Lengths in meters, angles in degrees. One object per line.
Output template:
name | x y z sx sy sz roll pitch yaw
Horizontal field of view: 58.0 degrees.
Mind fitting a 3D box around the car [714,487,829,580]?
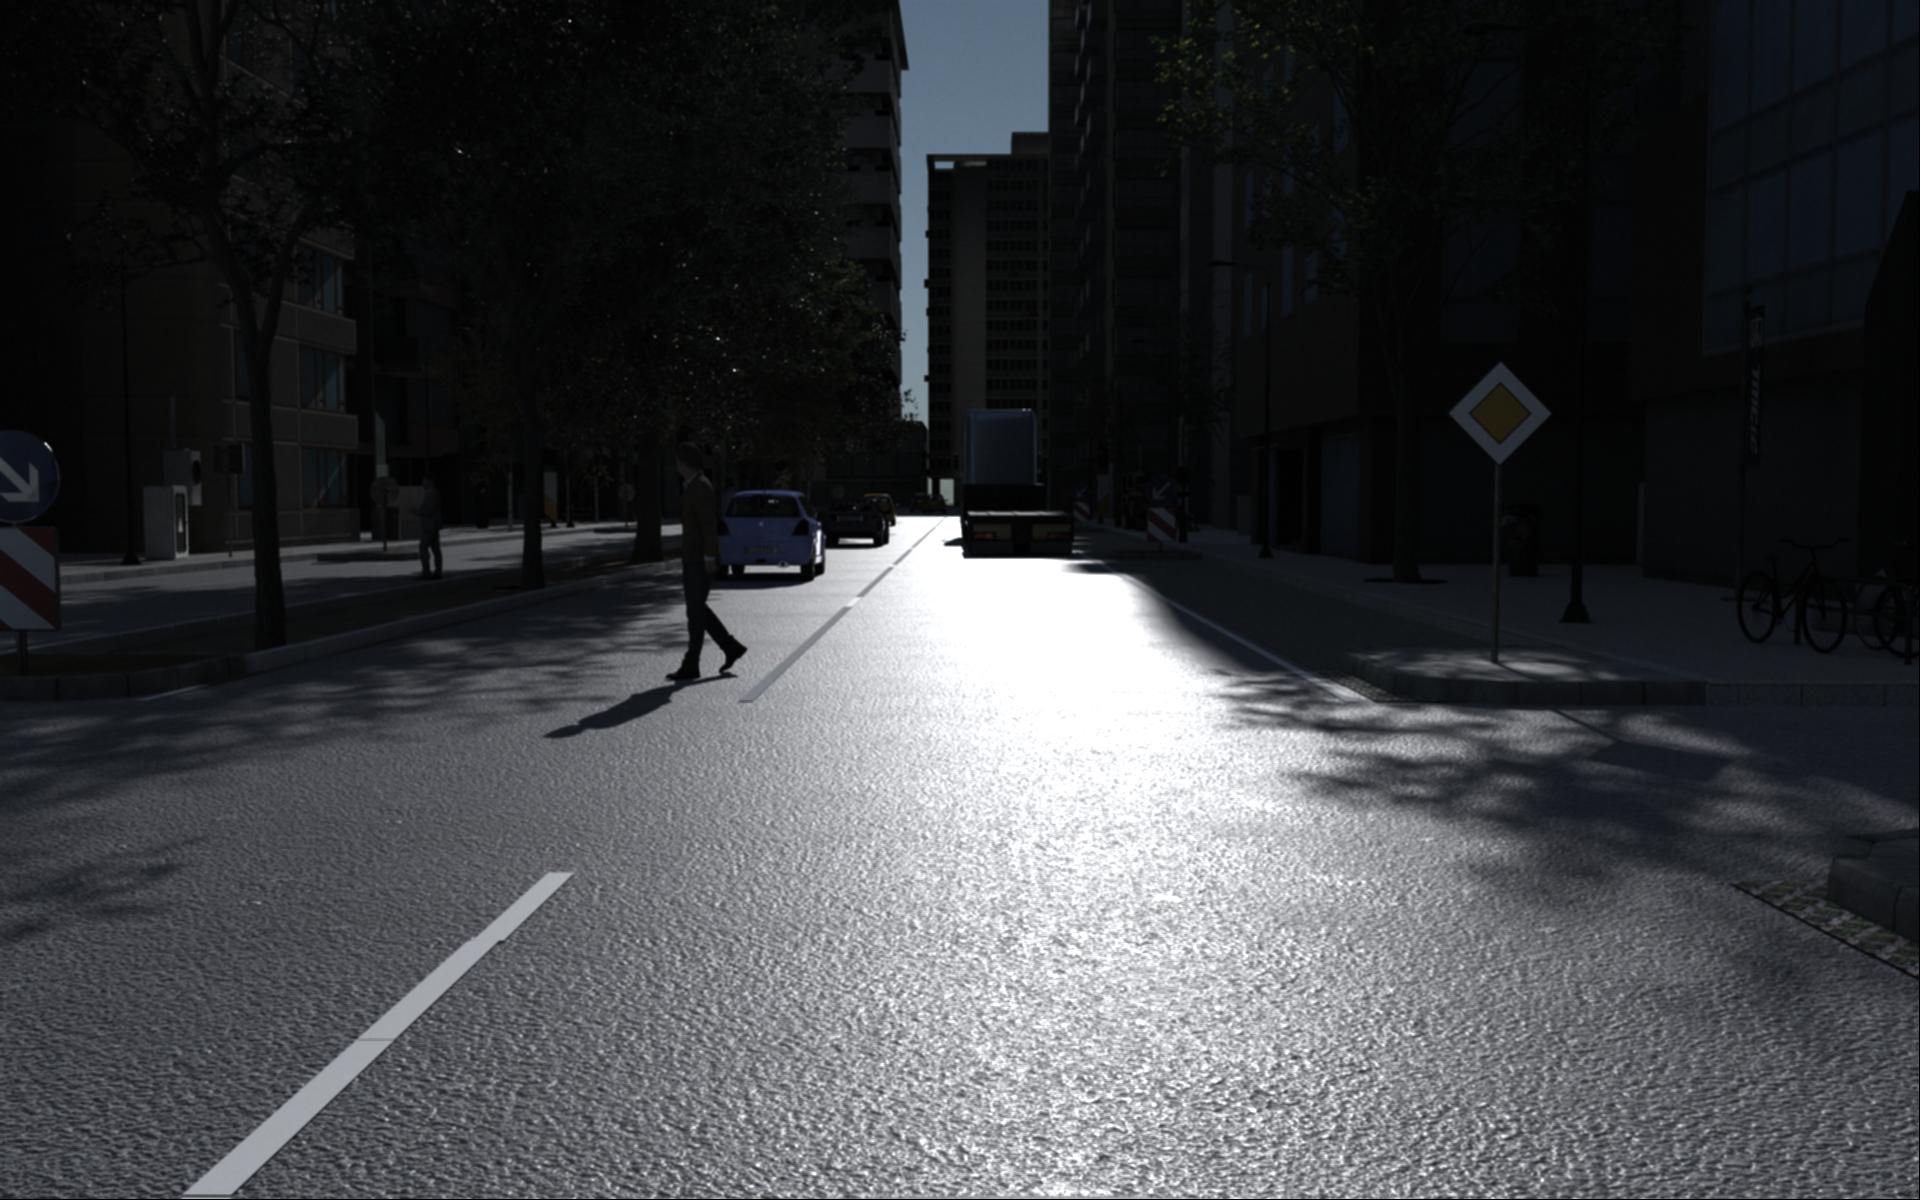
car | -3.264 -1.251 30.047 1.945 1.707 3.694 0 4 -1

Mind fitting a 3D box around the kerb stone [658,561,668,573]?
kerb stone | -5.544 -0.582 31.717 0.120 0.150 1.000 0 4 0

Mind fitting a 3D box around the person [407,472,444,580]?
person | -8.935 -1.239 28.961 0.583 1.804 0.606 -1 4 -12

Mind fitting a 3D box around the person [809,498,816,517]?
person | -4.574 -2.422 52.372 0.425 1.301 0.394 -2 4 -33

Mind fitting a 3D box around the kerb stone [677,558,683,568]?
kerb stone | -5.532 -0.708 33.765 0.120 0.150 1.000 0 4 0

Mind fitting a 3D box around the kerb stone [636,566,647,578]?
kerb stone | -5.552 -0.457 29.670 0.120 0.150 1.000 0 4 0

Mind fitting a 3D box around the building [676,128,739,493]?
building | -22.068 -20.686 109.916 14.160 30.474 14.107 0 4 0

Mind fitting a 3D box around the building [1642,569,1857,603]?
building | 17.172 -22.512 18.182 14.200 45.320 14.600 0 4 0

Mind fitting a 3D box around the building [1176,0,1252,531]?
building | 20.039 -32.482 73.082 21.231 58.520 28.212 0 4 0

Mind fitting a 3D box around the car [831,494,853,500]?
car | -9.253 -7.857 138.253 2.009 1.686 4.222 0 3 0

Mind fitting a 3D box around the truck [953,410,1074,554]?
truck | 1.332 -3.646 49.369 2.967 4.110 18.799 0 4 -1

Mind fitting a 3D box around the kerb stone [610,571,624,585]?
kerb stone | -5.566 -0.324 27.621 0.120 0.150 1.000 0 4 0

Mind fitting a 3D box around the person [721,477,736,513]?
person | -4.935 -1.743 37.265 0.793 1.790 0.793 -3 5 -41

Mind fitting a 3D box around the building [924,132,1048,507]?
building | 8.249 -30.375 188.508 23.993 40.220 32.217 0 4 0

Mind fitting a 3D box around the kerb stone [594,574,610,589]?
kerb stone | -5.582 -0.265 26.595 0.120 0.150 1.000 0 4 0

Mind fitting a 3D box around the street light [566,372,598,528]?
street light | -14.363 -5.723 66.109 1.470 5.913 1.316 0 4 0

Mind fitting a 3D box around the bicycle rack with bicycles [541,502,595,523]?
bicycle rack with bicycles | -17.562 -3.949 77.953 2.852 0.926 2.925 2 4 35

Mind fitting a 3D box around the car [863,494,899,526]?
car | -3.794 -4.224 79.290 2.015 1.641 3.980 0 4 -1

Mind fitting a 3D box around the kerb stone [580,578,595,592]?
kerb stone | -5.591 -0.201 25.569 0.120 0.150 1.000 0 4 0

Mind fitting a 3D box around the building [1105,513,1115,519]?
building | 15.057 -25.232 96.143 14.154 41.232 14.086 0 4 0

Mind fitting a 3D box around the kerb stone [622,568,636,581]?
kerb stone | -5.566 -0.392 28.646 0.120 0.150 1.000 0 4 0

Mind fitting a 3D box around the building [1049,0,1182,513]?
building | 14.090 -27.958 140.713 14.154 41.232 14.086 0 4 0

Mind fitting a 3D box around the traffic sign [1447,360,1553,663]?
traffic sign | 4.063 -0.579 13.112 0.795 2.450 0.064 0 4 0

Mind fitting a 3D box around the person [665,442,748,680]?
person | -2.040 -0.320 13.640 0.656 1.842 0.836 3 5 43

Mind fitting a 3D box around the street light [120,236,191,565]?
street light | -14.450 -3.584 31.133 1.470 5.913 1.316 0 4 0

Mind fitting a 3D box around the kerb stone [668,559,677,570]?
kerb stone | -5.540 -0.642 32.743 0.120 0.150 1.000 0 4 0

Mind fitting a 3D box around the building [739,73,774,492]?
building | -28.380 -27.871 147.573 23.993 40.220 32.217 0 4 0

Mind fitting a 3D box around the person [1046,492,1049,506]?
person | 4.168 -4.709 85.333 0.795 1.843 0.661 3 4 36

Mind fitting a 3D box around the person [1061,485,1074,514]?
person | 5.107 -4.471 81.514 0.656 1.842 0.836 0 4 -3

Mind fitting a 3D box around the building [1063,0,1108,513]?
building | 19.423 -30.496 118.212 23.786 49.044 30.456 0 4 0

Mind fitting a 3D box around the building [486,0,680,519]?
building | -23.810 -25.194 95.516 14.154 41.232 14.086 0 4 0

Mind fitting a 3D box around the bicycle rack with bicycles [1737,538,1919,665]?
bicycle rack with bicycles | 7.881 -0.020 13.704 2.852 0.926 2.925 0 4 2

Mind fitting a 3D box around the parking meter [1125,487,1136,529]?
parking meter | 6.231 -3.359 63.324 0.372 1.533 0.369 0 3 0

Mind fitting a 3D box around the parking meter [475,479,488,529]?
parking meter | -17.817 -3.596 64.512 0.399 1.863 0.255 -3 5 -40

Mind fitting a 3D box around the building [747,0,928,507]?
building | -17.513 -36.453 185.251 27.495 52.752 28.713 0 4 0

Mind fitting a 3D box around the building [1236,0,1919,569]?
building | 14.038 -23.648 36.755 14.600 45.320 14.200 0 4 0

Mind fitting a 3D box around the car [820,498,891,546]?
car | -2.934 -2.213 48.767 1.945 1.354 3.894 0 4 1

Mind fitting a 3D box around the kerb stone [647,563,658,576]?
kerb stone | -5.550 -0.520 30.695 0.120 0.150 1.000 0 4 0

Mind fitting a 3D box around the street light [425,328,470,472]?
street light | -14.383 -4.648 48.528 1.470 5.913 1.316 0 4 0

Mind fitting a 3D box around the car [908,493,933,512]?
car | -3.018 -7.786 136.348 2.155 1.783 4.494 0 4 0

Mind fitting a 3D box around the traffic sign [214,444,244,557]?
traffic sign | -14.809 -2.017 35.100 0.606 2.300 0.079 0 4 2

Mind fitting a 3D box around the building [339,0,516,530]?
building | -30.611 -25.258 67.588 22.147 44.769 28.867 0 4 0

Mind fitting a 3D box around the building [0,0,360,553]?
building | -30.004 -11.403 31.479 27.650 21.520 28.899 0 4 0

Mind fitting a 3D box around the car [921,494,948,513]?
car | -1.935 -7.337 130.184 2.015 1.641 3.980 0 4 2
